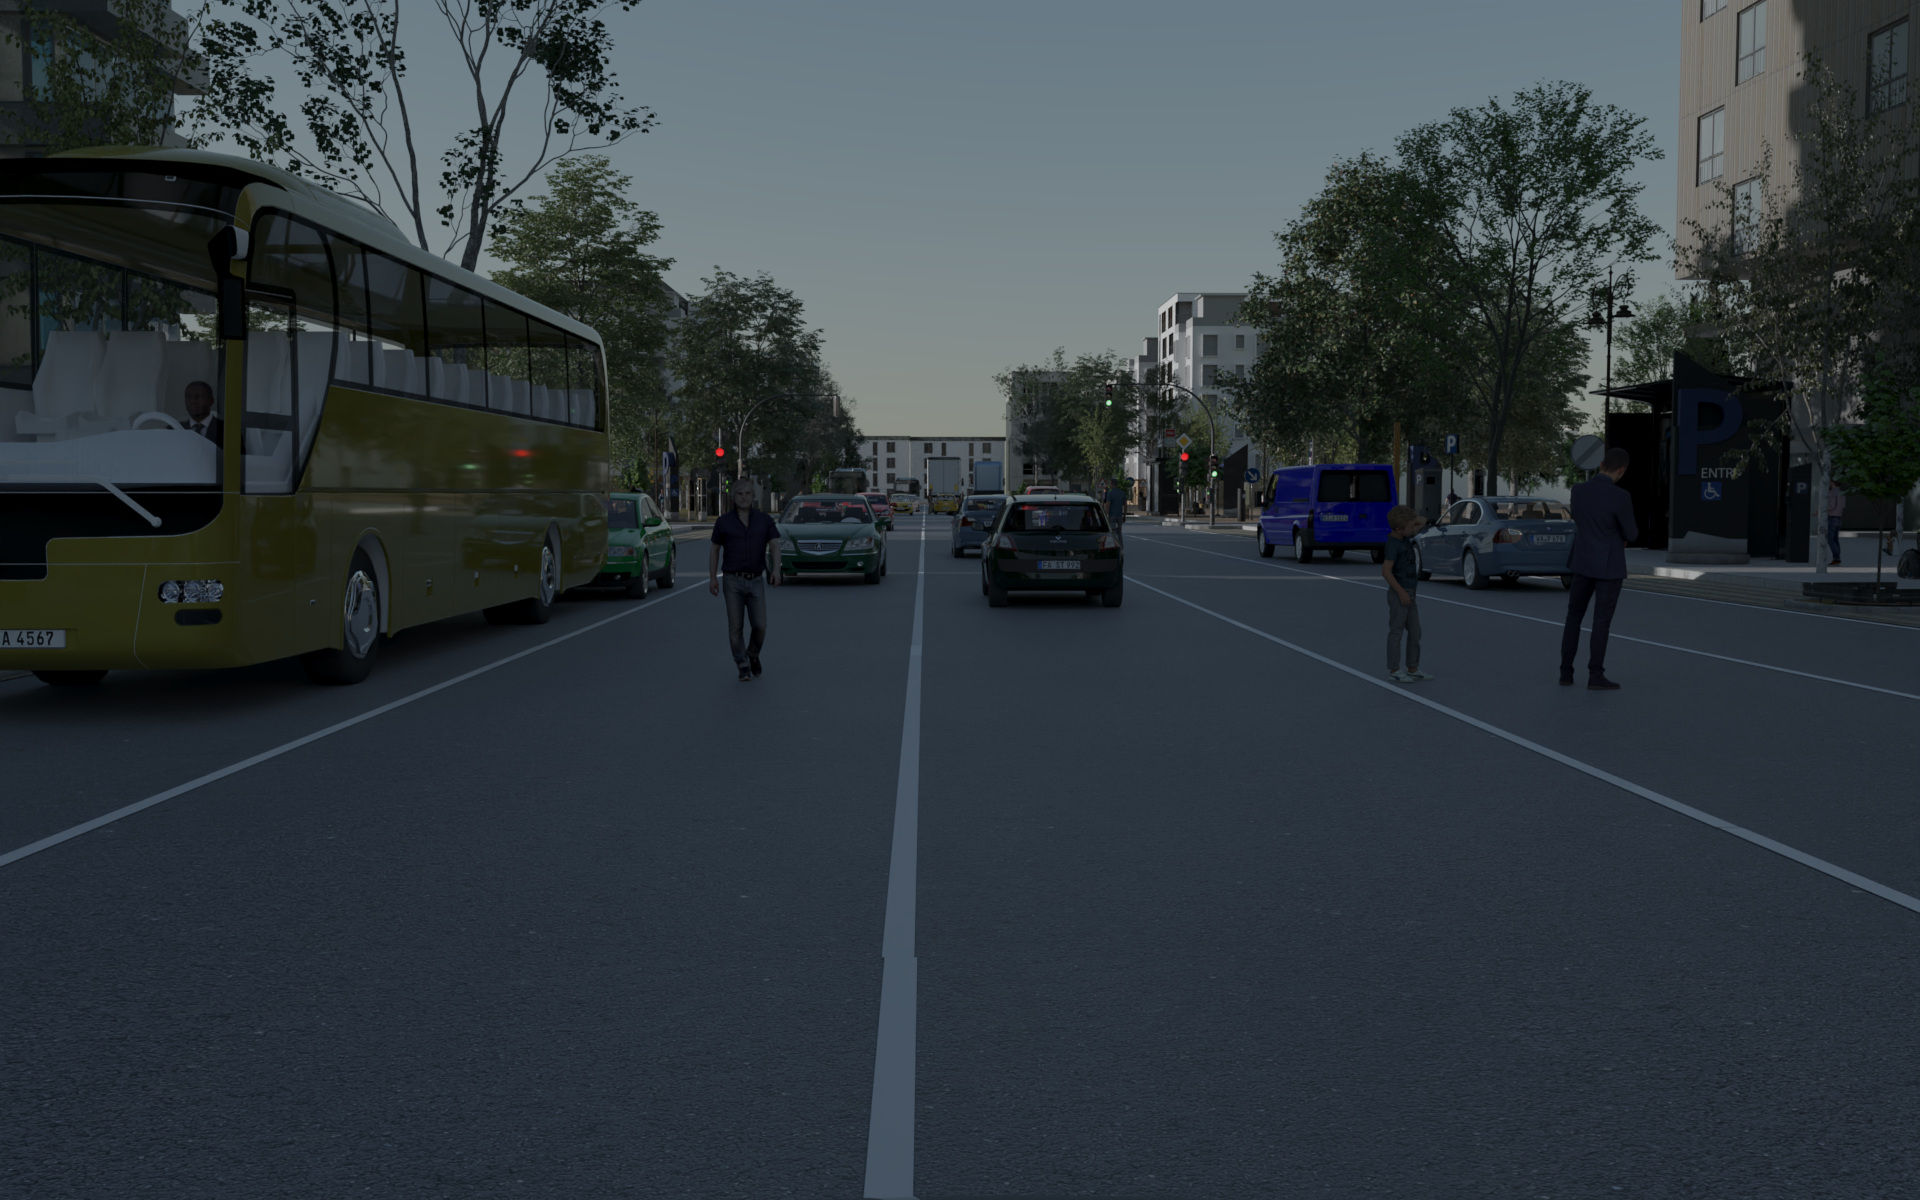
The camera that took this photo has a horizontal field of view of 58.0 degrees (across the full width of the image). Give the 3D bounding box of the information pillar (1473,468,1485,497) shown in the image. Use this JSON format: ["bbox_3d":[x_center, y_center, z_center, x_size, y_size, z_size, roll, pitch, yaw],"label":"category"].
[{"bbox_3d":[14.544,-2.696,48.577,0.304,2.012,0.304,1,4,17],"label":"information pillar"}]

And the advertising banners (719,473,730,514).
[{"bbox_3d":[-11.776,-5.524,86.504,0.090,3.025,2.074,0,4,7],"label":"advertising banners"}]

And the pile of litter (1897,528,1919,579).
[{"bbox_3d":[15.079,-0.761,26.409,1.719,0.858,1.176,-1,4,-12],"label":"pile of litter"}]

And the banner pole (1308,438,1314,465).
[{"bbox_3d":[14.187,-4.889,69.948,0.401,3.779,0.863,0,4,-6],"label":"banner pole"}]

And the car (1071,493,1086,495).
[{"bbox_3d":[6.723,-5.683,101.720,1.959,1.807,4.718,0,4,0],"label":"car"}]

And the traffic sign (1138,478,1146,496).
[{"bbox_3d":[14.612,-8.451,138.171,0.884,2.594,0.081,0,4,1],"label":"traffic sign"}]

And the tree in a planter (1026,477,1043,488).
[{"bbox_3d":[8.195,-11.272,181.516,1.991,3.239,1.994,0,4,-1],"label":"tree in a planter"}]

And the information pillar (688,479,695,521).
[{"bbox_3d":[-12.927,-4.831,83.476,0.304,2.012,0.304,-1,4,-13],"label":"information pillar"}]

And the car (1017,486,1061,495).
[{"bbox_3d":[3.858,-4.491,82.099,2.281,1.827,5.304,0,4,-1],"label":"car"}]

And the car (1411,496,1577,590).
[{"bbox_3d":[8.445,-0.931,27.227,2.014,1.417,4.499,0,4,-2],"label":"car"}]

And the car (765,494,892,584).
[{"bbox_3d":[-2.187,-1.052,29.006,2.131,1.459,4.920,0,4,-1],"label":"car"}]

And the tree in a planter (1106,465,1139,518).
[{"bbox_3d":[9.743,-6.571,104.665,1.991,3.239,1.994,0,4,-1],"label":"tree in a planter"}]

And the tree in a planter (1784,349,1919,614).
[{"bbox_3d":[11.410,-1.480,21.420,1.991,3.239,1.994,0,4,-1],"label":"tree in a planter"}]

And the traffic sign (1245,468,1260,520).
[{"bbox_3d":[14.207,-5.146,84.237,0.768,2.556,0.104,0,4,0],"label":"traffic sign"}]

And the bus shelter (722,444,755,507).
[{"bbox_3d":[-15.413,-8.574,117.809,2.179,5.291,8.768,0,4,-1],"label":"bus shelter"}]

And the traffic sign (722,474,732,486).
[{"bbox_3d":[-15.101,-6.888,112.621,0.884,2.594,0.081,0,4,3],"label":"traffic sign"}]

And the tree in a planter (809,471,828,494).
[{"bbox_3d":[-10.695,-8.216,131.555,1.991,3.239,1.994,0,4,-1],"label":"tree in a planter"}]

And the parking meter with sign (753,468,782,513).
[{"bbox_3d":[-13.148,-7.412,117.441,1.738,3.016,0.543,0,4,-4],"label":"parking meter with sign"}]

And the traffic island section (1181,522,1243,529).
[{"bbox_3d":[10.414,-3.004,71.401,2.009,0.180,2.903,0,4,-1],"label":"traffic island section"}]

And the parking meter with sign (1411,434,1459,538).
[{"bbox_3d":[13.642,-3.318,50.506,1.738,3.016,0.543,-1,4,-20],"label":"parking meter with sign"}]

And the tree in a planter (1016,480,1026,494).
[{"bbox_3d":[7.650,-12.973,209.329,1.991,3.239,1.994,0,4,-1],"label":"tree in a planter"}]

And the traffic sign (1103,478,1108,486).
[{"bbox_3d":[11.316,-8.391,137.197,0.884,2.594,0.081,0,4,7],"label":"traffic sign"}]

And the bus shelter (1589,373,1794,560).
[{"bbox_3d":[15.331,-2.781,36.750,1.731,3.624,6.357,0,4,-1],"label":"bus shelter"}]

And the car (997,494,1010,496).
[{"bbox_3d":[2.699,-6.335,115.581,2.014,1.417,4.499,0,4,-1],"label":"car"}]

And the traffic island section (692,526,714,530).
[{"bbox_3d":[-9.803,-2.980,71.002,2.009,0.180,2.903,0,4,-1],"label":"traffic island section"}]

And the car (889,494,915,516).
[{"bbox_3d":[-4.002,-6.471,116.020,2.015,1.641,3.980,0,4,-2],"label":"car"}]

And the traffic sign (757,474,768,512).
[{"bbox_3d":[-12.752,-6.829,111.761,0.768,2.556,0.104,0,4,4],"label":"traffic sign"}]

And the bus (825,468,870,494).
[{"bbox_3d":[-7.765,-7.737,121.354,2.948,3.499,13.247,0,4,-3],"label":"bus"}]

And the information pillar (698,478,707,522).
[{"bbox_3d":[-12.024,-4.674,80.914,0.304,2.012,0.304,-3,4,-37],"label":"information pillar"}]

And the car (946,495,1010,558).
[{"bbox_3d":[0.682,-1.724,40.196,2.014,1.417,4.499,0,4,-1],"label":"car"}]

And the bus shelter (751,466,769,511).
[{"bbox_3d":[-14.777,-8.056,125.643,2.014,3.302,5.546,0,4,-1],"label":"bus shelter"}]

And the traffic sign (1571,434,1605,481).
[{"bbox_3d":[13.461,-2.266,37.148,0.768,2.556,0.104,0,4,4],"label":"traffic sign"}]

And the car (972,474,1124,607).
[{"bbox_3d":[1.184,-0.828,23.324,2.009,1.686,4.222,0,4,-1],"label":"car"}]

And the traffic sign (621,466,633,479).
[{"bbox_3d":[-14.975,-4.791,78.437,0.768,2.556,0.104,0,4,1],"label":"traffic sign"}]

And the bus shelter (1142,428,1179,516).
[{"bbox_3d":[12.182,-7.700,103.523,2.179,5.291,8.768,0,4,-1],"label":"bus shelter"}]

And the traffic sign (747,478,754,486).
[{"bbox_3d":[-13.822,-6.821,113.650,0.606,2.300,0.079,0,4,5],"label":"traffic sign"}]

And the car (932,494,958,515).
[{"bbox_3d":[-0.978,-6.847,122.175,2.015,1.641,3.980,0,3,0],"label":"car"}]

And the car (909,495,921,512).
[{"bbox_3d":[-4.193,-7.799,139.869,2.083,1.381,4.827,0,4,0],"label":"car"}]

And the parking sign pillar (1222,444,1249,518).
[{"bbox_3d":[14.846,-6.399,93.090,1.447,3.967,1.447,1,4,23],"label":"parking sign pillar"}]

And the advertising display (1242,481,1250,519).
[{"bbox_3d":[14.528,-5.064,88.008,0.123,1.923,0.974,2,4,28],"label":"advertising display"}]

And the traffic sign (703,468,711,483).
[{"bbox_3d":[-12.655,-5.215,85.371,0.768,2.556,0.104,1,4,8],"label":"traffic sign"}]

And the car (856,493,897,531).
[{"bbox_3d":[-3.533,-3.625,68.301,2.155,1.783,4.494,0,4,0],"label":"car"}]

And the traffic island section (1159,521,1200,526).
[{"bbox_3d":[10.254,-3.493,79.385,2.009,0.180,2.903,0,4,-1],"label":"traffic island section"}]

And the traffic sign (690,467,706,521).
[{"bbox_3d":[-12.305,-4.968,81.330,0.768,2.556,0.104,0,4,3],"label":"traffic sign"}]

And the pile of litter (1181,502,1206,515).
[{"bbox_3d":[14.512,-5.727,107.596,1.719,0.858,1.176,0,4,-4],"label":"pile of litter"}]

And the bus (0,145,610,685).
[{"bbox_3d":[-5.722,-1.510,16.232,2.896,3.916,12.252,0,4,0],"label":"bus"}]

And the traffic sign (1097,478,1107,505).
[{"bbox_3d":[11.212,-8.336,136.294,0.884,2.594,0.081,0,4,-1],"label":"traffic sign"}]

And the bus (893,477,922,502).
[{"bbox_3d":[-5.718,-11.687,185.938,2.948,3.499,13.247,0,4,-3],"label":"bus"}]

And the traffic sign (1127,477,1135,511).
[{"bbox_3d":[12.588,-7.847,128.411,0.768,2.556,0.104,0,4,3],"label":"traffic sign"}]

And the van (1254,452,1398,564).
[{"bbox_3d":[7.820,-2.018,37.384,2.240,2.365,5.245,0,4,-3],"label":"van"}]

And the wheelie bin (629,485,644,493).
[{"bbox_3d":[-11.445,-3.240,60.882,0.693,1.594,0.980,0,4,-7],"label":"wheelie bin"}]

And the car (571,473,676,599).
[{"bbox_3d":[-5.209,-0.991,25.006,1.959,1.807,4.718,0,4,-2],"label":"car"}]
